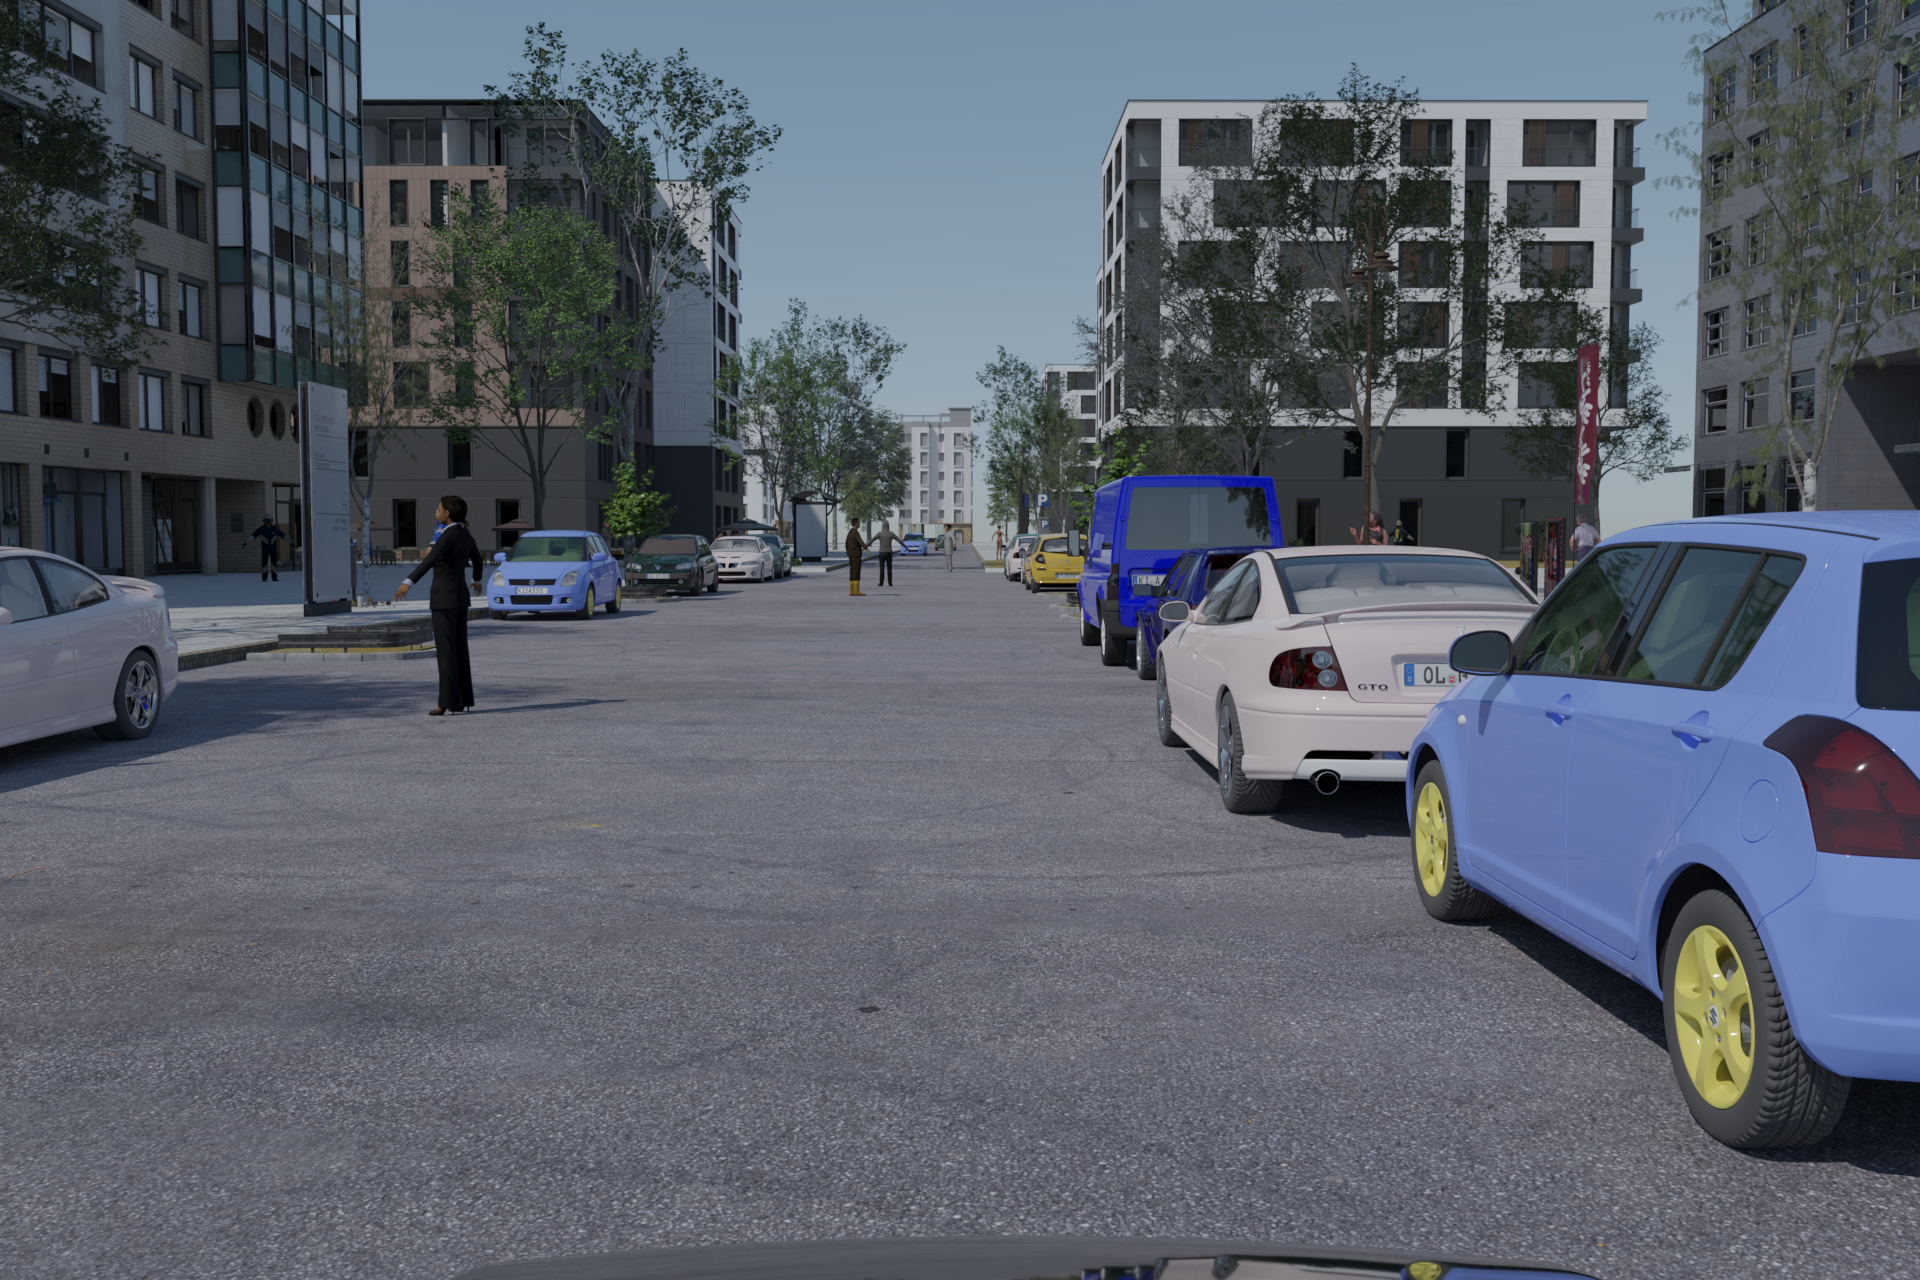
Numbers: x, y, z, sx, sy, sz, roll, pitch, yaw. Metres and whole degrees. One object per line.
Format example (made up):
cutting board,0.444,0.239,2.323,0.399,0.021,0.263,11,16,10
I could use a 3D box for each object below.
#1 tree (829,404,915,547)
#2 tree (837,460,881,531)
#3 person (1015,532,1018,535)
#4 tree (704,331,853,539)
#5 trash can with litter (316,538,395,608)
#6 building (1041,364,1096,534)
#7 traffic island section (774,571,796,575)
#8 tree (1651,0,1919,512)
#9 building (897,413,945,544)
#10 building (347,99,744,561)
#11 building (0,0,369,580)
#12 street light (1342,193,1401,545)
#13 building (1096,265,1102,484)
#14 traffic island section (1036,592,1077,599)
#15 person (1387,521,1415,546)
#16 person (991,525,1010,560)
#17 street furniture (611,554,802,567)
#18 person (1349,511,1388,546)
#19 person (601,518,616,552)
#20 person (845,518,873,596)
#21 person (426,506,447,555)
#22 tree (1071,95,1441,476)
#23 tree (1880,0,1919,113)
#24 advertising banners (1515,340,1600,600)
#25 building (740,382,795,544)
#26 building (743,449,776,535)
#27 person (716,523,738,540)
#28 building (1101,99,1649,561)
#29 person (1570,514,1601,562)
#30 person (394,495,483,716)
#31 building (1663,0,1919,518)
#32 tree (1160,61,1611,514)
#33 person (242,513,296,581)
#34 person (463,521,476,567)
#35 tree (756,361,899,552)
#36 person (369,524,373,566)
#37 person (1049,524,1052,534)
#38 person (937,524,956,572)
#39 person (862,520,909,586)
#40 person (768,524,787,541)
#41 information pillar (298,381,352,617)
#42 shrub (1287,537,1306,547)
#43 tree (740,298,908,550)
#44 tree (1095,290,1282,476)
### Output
tree,-9.076,-16.185,171.284,9.857,13.997,8.962,0,3,0
tree,-9.627,-12.813,159.859,4.737,8.622,4.395,0,3,0
person,3.652,-5.806,100.701,1.354,1.858,0.705,-2,4,-30
tree,-9.383,-10.023,89.636,9.928,11.665,9.643,0,3,0
trash can with litter,-10.741,-1.227,31.114,1.678,1.210,2.233,0,4,-1
building,24.343,-23.273,224.494,27.936,21.610,32.646,0,4,0
traffic island section,-6.873,-2.382,61.806,1.991,0.108,1.994,0,4,0
tree,8.675,-4.136,17.978,4.360,8.622,3.978,0,3,0
building,-9.254,-24.700,262.715,11.380,20.090,16.016,0,4,6
building,-28.269,-15.538,98.021,27.936,21.610,32.646,0,3,0
building,-32.706,-14.459,42.971,21.656,26.213,47.522,0,4,1
street light,5.646,-3.129,23.940,0.468,5.910,1.993,0,4,0
building,24.665,-18.048,139.064,27.936,21.610,32.646,0,3,0
traffic island section,2.729,-0.994,39.120,1.991,0.108,1.994,0,4,0
person,18.810,-4.187,74.231,1.354,1.856,0.705,2,4,31
person,1.994,-4.803,85.336,1.217,1.733,0.721,3,5,43
street furniture,-11.527,-3.247,68.711,10.072,0.657,5.734,2,4,30
person,6.472,-1.218,27.430,0.593,1.643,0.415,-1,4,-17
person,-10.478,-2.777,51.970,0.750,1.759,0.617,1,4,17
person,-2.397,-1.930,40.147,0.704,1.812,1.346,-2,4,-27
person,-9.896,-1.656,33.056,0.704,1.831,1.345,0,4,-3
tree,8.301,-8.511,49.523,12.009,13.543,11.850,0,3,0
tree,8.497,-6.184,7.764,9.857,13.997,8.962,0,3,0
advertising banners,5.748,-1.256,16.729,0.090,3.025,2.074,0,4,0
building,-26.970,-22.019,216.436,16.016,20.090,11.380,0,4,1
building,-24.147,-14.843,184.836,9.099,9.664,28.070,0,4,-1
person,-11.593,-4.926,86.691,1.345,1.843,0.704,-1,4,-19
building,21.737,-15.548,98.192,27.936,21.610,32.646,0,4,0
person,13.483,-1.865,37.481,0.756,1.711,0.436,0,4,-7
person,-4.115,-0.281,13.779,0.721,1.740,1.216,1,4,14
building,28.707,-13.843,44.743,11.959,24.771,22.079,0,4,0
tree,8.175,-6.068,33.623,8.767,10.594,7.601,0,4,5
person,-18.720,-2.511,46.925,1.351,1.845,0.704,-2,4,-27
person,-19.041,-3.711,66.895,0.704,1.802,1.346,0,4,7
tree,-9.326,-12.923,121.657,12.009,13.543,11.850,0,3,0
person,-23.551,-3.835,68.830,0.704,1.817,1.347,-2,4,-23
person,4.723,-5.208,91.344,0.705,1.806,1.347,1,4,16
person,-0.464,-3.461,65.238,0.705,1.806,1.347,-2,4,-30
person,-2.041,-2.378,47.467,1.348,1.813,0.705,-1,4,-9
person,-9.648,-5.128,90.120,1.348,1.796,0.705,0,4,4
information pillar,-10.078,-2.215,27.528,0.184,3.620,1.656,0,4,0
shrub,13.918,-3.718,71.902,1.383,1.207,1.383,0,3,0
tree,-10.921,-17.328,139.207,12.611,20.169,13.585,0,3,0
tree,8.560,-7.929,64.055,7.601,10.594,8.767,-2,4,-25
